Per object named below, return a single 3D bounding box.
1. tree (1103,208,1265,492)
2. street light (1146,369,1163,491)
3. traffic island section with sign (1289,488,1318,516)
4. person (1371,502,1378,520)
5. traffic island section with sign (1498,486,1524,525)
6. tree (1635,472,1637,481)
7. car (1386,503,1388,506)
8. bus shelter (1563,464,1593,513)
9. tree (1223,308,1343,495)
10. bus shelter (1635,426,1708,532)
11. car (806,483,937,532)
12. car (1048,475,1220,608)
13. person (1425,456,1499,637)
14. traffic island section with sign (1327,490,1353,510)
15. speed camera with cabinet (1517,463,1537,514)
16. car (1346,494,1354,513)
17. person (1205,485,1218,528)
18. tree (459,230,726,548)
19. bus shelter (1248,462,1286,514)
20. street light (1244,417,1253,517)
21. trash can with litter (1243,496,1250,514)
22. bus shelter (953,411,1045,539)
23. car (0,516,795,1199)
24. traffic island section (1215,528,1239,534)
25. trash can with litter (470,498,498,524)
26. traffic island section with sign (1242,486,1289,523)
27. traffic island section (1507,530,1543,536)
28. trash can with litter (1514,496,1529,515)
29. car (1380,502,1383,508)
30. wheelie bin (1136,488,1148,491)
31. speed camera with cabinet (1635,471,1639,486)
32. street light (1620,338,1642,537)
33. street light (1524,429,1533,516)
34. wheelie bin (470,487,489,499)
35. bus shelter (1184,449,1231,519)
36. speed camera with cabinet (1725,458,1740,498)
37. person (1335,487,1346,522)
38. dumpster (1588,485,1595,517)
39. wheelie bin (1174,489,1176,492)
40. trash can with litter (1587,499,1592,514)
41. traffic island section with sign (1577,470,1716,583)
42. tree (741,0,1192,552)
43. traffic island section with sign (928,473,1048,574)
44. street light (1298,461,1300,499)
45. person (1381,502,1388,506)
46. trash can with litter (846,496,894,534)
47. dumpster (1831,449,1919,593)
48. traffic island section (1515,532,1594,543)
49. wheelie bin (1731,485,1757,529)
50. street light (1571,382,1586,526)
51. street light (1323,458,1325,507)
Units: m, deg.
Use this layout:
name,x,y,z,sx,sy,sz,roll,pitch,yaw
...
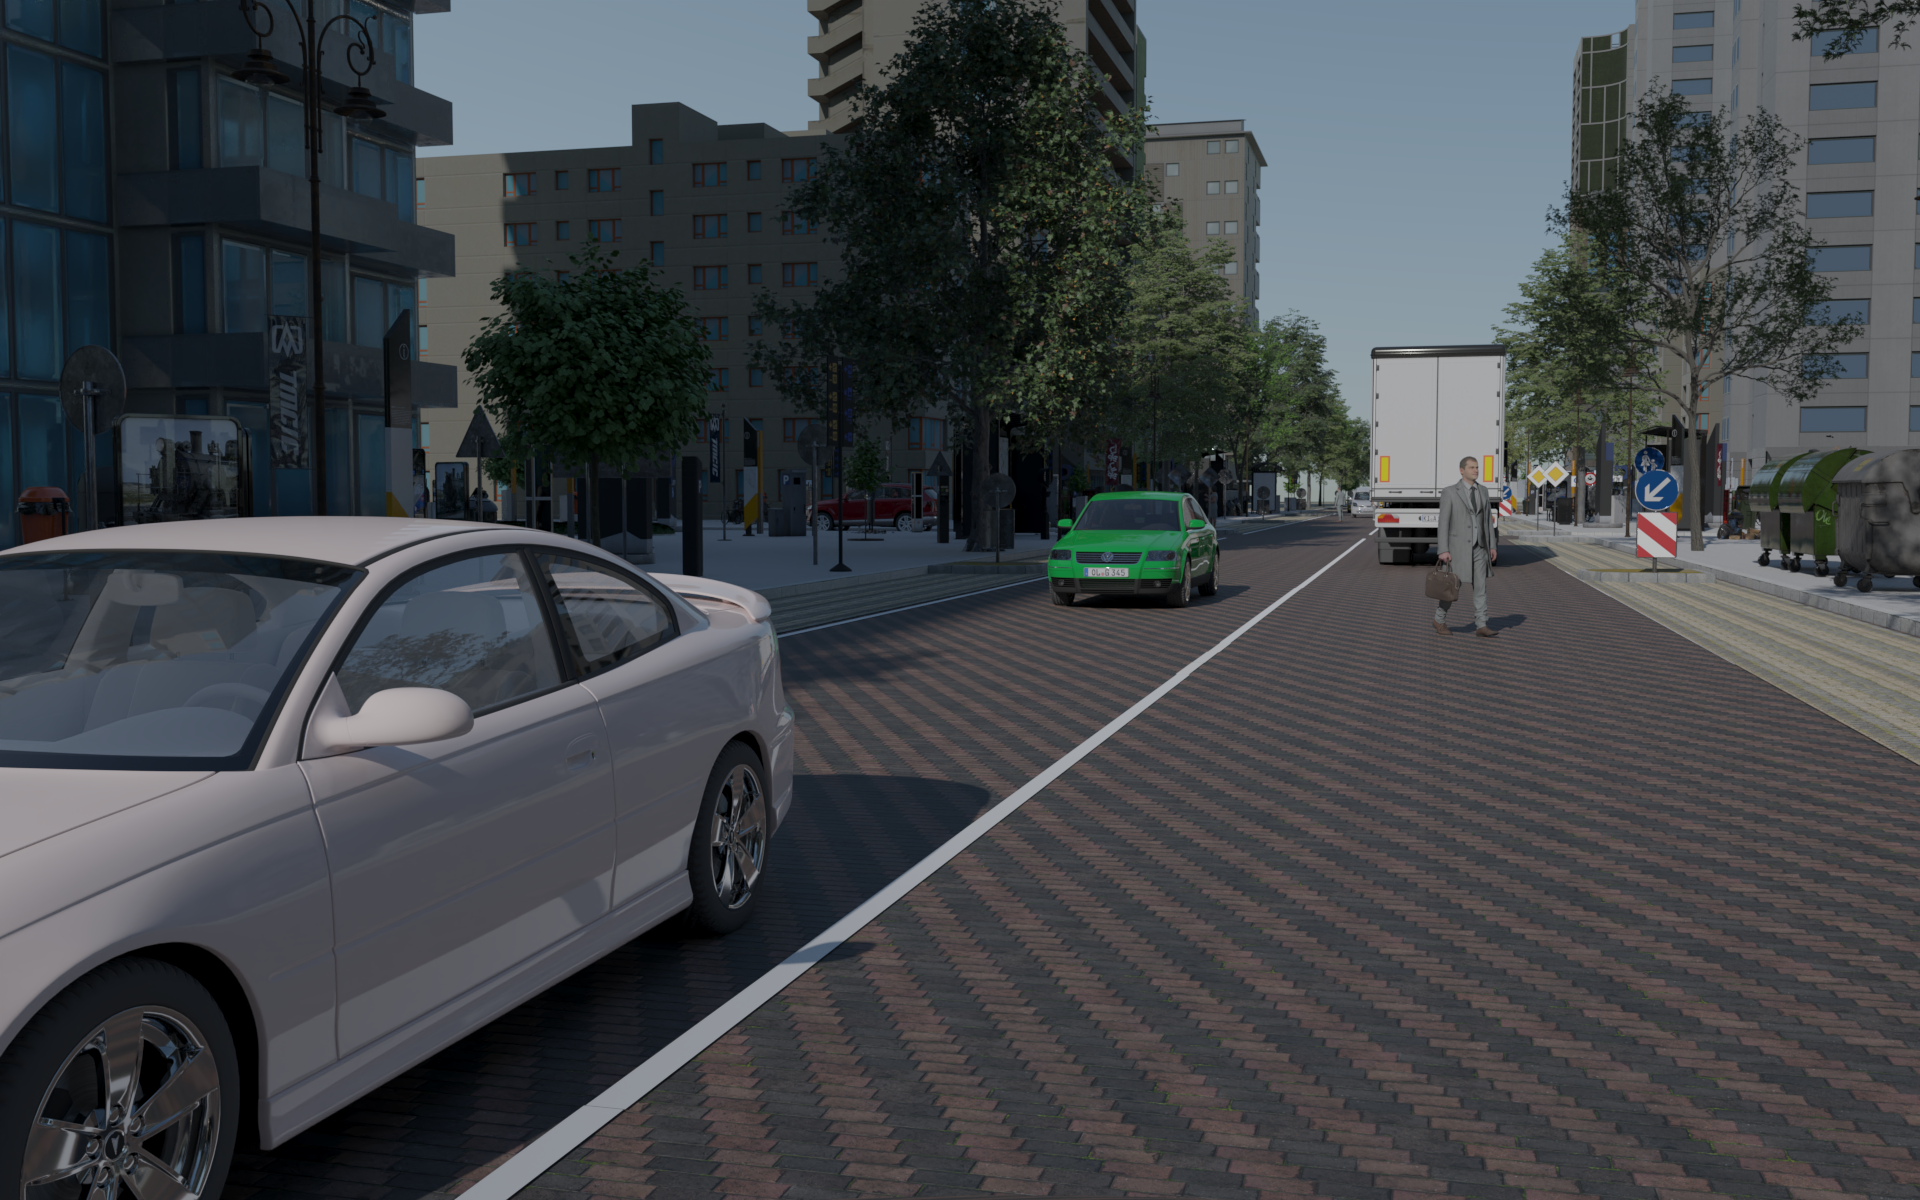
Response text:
name,x,y,z,sx,sy,sz,roll,pitch,yaw
tree,8.290,-9.268,69.654,7.486,12.596,7.792,0,3,0
street light,7.177,-5.571,63.876,0.468,5.910,1.993,1,4,15
traffic island section with sign,22.004,-6.287,111.413,1.989,1.847,2.006,1,4,15
person,22.578,-5.076,94.081,0.523,1.515,0.503,1,4,12
traffic island section with sign,25.582,-4.477,81.826,1.989,1.847,2.006,1,4,15
tree,49.509,-8.156,127.957,1.663,3.219,1.824,0,3,0
car,20.074,-3.980,77.434,2.083,1.381,4.827,1,4,16
bus shelter,41.612,-7.561,117.543,2.014,3.302,5.546,1,4,15
tree,21.776,-13.073,120.403,9.857,13.997,8.962,0,3,0
bus shelter,25.475,-4.336,62.175,1.731,3.624,6.357,1,4,15
car,-3.059,-3.263,62.024,5.304,1.827,2.281,1,4,16
car,2.418,-0.893,23.404,1.959,1.807,4.718,1,4,16
person,5.102,-0.541,17.442,0.694,1.812,0.767,-1,4,-19
traffic island section with sign,34.929,-9.237,159.646,1.989,1.847,2.006,1,4,15
speed camera with cabinet,36.469,-7.125,110.828,2.038,3.252,0.660,-3,5,-40
car,30.629,-7.503,132.900,2.015,1.641,3.980,1,4,15
person,9.742,-3.580,67.393,0.532,1.782,0.716,0,4,1
tree,-4.599,-2.331,21.818,4.285,4.588,4.351,0,3,0
bus shelter,19.912,-7.248,112.425,2.014,3.302,5.546,1,4,15
street light,15.949,-7.544,96.131,0.468,5.910,1.993,1,4,15
trash can with litter,18.378,-6.175,112.347,0.624,1.170,1.055,2,4,29
bus shelter,1.400,-3.700,51.771,1.731,3.624,6.357,1,4,15
car,-1.942,0.475,4.602,2.083,1.381,4.827,1,4,15
traffic island section,9.078,-2.506,63.249,2.009,0.180,2.903,1,4,15
trash can with litter,-11.654,-1.940,43.114,0.624,1.170,1.055,-3,4,-39
traffic island section with sign,14.937,-4.675,85.057,1.989,1.847,2.006,1,4,15
traffic island section,20.129,-2.325,60.293,2.009,0.180,2.903,1,4,15
trash can with litter,35.242,-5.930,108.345,1.055,1.170,0.624,0,4,1
car,38.019,-8.963,156.770,2.015,1.641,3.980,1,4,17
wheelie bin,9.964,-5.343,95.262,0.980,1.594,0.693,1,4,17
speed camera with cabinet,47.499,-7.658,119.542,0.660,3.252,2.038,-3,4,-38
street light,19.870,-4.807,51.380,0.468,5.910,1.993,1,4,15
street light,32.940,-7.807,100.430,0.468,5.910,1.993,1,4,15
wheelie bin,-22.559,-4.492,81.357,0.693,1.594,0.980,1,4,14
bus shelter,13.282,-6.212,92.850,1.731,3.624,6.357,1,4,15
speed camera with cabinet,43.197,-6.171,95.234,2.038,3.252,0.660,2,4,33
person,19.602,-4.936,89.309,0.635,1.810,0.391,-3,5,-41
dumpster,35.886,-5.581,97.006,1.264,1.857,1.865,1,4,15
wheelie bin,14.038,-6.529,114.652,0.980,1.594,0.693,-3,5,-45
trash can with litter,40.327,-6.096,111.057,1.055,1.170,0.624,2,4,27
traffic island section with sign,11.364,-1.233,28.795,1.989,1.847,2.006,1,4,15
tree,0.446,-7.420,38.325,9.611,12.733,9.660,0,3,0
traffic island section with sign,0.621,-1.410,31.674,1.989,1.847,2.006,1,4,15
street light,27.062,-10.113,138.136,0.468,5.910,1.993,1,4,15
person,32.176,-7.482,130.842,0.660,1.820,0.620,-2,4,-26
trash can with litter,-2.943,-2.773,56.398,1.678,1.210,2.233,-1,4,-12
dumpster,12.436,-1.054,22.999,1.264,1.857,1.865,1,4,15
traffic island section,18.062,-1.853,52.579,2.009,0.180,2.903,1,4,15
wheelie bin,28.556,-3.362,62.878,0.980,1.594,0.693,0,4,-3
street light,24.396,-5.850,68.433,0.468,5.910,1.993,1,4,15
street light,35.894,-12.112,170.813,0.468,5.910,1.993,1,4,15
